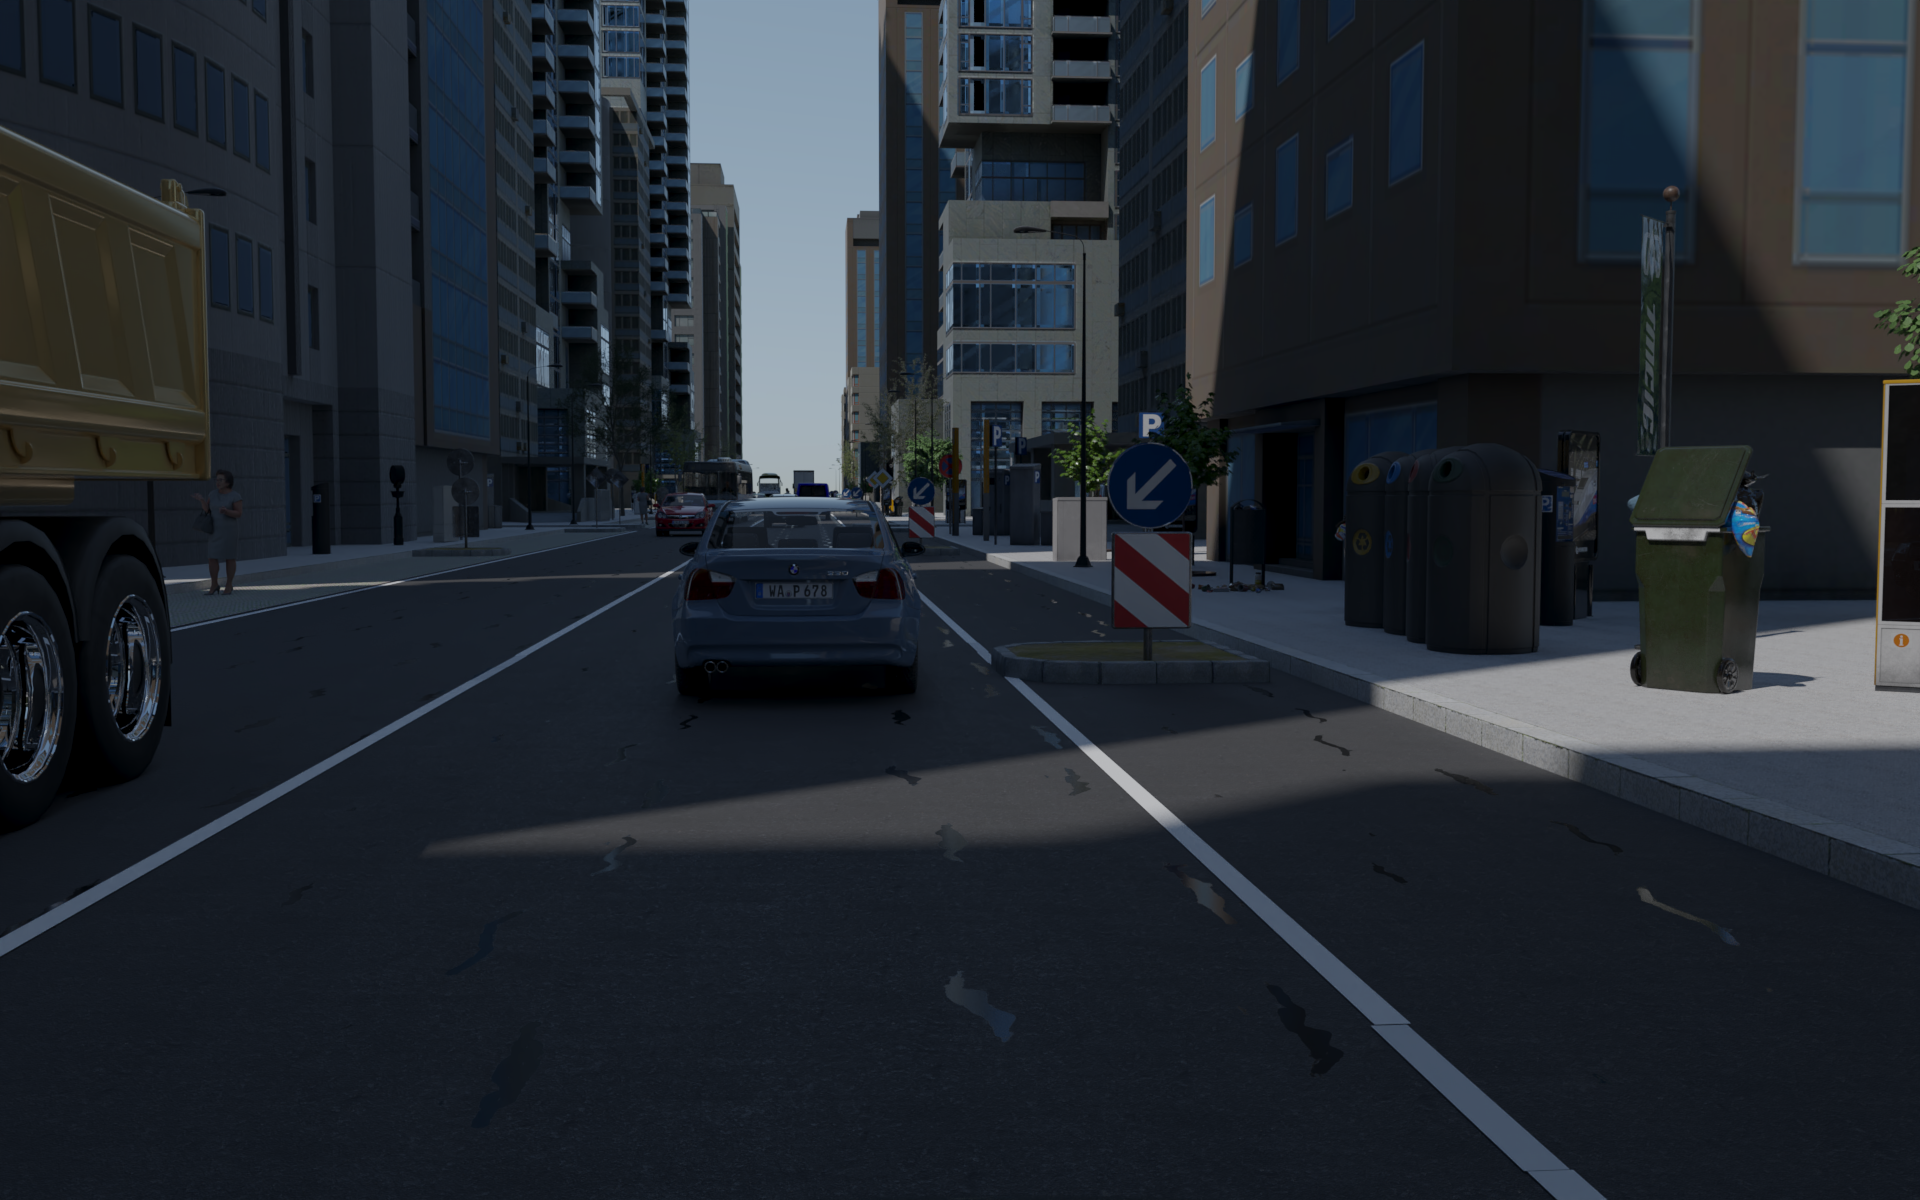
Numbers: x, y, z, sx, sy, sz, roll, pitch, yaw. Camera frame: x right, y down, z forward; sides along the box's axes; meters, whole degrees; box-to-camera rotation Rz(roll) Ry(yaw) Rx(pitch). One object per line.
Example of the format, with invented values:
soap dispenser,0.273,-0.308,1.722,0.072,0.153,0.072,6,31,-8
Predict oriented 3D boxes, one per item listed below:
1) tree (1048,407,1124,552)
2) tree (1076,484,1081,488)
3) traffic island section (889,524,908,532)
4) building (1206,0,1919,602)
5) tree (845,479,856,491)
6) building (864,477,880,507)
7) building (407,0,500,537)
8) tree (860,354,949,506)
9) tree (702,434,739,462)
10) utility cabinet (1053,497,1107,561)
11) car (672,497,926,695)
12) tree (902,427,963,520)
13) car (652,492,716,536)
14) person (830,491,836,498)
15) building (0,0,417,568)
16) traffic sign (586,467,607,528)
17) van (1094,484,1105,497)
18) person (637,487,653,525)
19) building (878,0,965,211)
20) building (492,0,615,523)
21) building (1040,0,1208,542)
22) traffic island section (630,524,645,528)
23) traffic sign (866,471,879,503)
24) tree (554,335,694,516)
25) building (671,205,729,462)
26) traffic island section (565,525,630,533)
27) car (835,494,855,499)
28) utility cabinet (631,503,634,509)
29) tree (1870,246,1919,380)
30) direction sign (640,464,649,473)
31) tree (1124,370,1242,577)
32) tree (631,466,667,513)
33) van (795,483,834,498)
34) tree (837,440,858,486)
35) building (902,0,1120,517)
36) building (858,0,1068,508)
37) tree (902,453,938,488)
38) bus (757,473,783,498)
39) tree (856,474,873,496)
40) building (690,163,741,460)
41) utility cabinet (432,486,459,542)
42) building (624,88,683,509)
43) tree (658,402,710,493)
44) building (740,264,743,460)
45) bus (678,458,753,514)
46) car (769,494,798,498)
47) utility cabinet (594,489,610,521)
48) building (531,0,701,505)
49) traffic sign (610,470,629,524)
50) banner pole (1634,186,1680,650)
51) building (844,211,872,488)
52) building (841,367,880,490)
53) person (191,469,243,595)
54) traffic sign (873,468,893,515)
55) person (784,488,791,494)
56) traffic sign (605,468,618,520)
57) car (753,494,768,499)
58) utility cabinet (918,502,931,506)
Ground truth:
tree,3.012,-2.683,38.467,1.663,3.219,1.824,0,3,0
tree,7.420,-6.720,93.589,4.285,4.588,4.351,0,3,0
traffic island section,-2.929,-2.693,66.316,2.009,0.180,2.903,0,4,-5
building,11.917,-23.012,26.350,14.600,45.320,14.200,0,4,-5
tree,-12.348,-12.545,199.719,1.663,3.219,1.824,0,3,0
building,6.103,-29.987,182.172,32.217,40.220,23.993,0,4,-5
building,-23.199,-24.717,54.239,14.200,45.320,14.600,0,4,-5
tree,-2.667,-8.566,90.416,4.360,8.622,3.978,0,3,0
tree,-28.554,-15.761,208.057,4.360,8.622,3.978,0,3,0
utility cabinet,2.310,-1.360,33.398,1.020,1.237,0.306,-1,4,-16
car,-1.252,-0.104,13.707,2.014,1.417,4.499,0,4,-4
tree,-1.371,-6.203,85.130,4.285,4.588,4.351,0,3,0
car,-9.554,-3.128,60.183,2.155,1.783,4.494,0,4,-5
person,-11.029,-8.739,152.326,0.756,1.711,0.436,3,5,40
building,-24.264,-29.927,31.310,21.231,58.520,28.212,0,4,-5
traffic sign,-13.708,-3.773,65.325,0.795,2.450,0.064,0,4,-5
van,7.593,-3.976,72.011,4.112,2.044,2.013,0,4,-5
person,-14.586,-4.370,80.303,0.716,1.782,0.532,0,4,-1
building,0.532,-30.102,142.277,14.600,45.320,14.200,0,4,-5
building,-33.904,-23.930,83.137,32.217,40.220,23.993,0,4,-5
building,18.194,-22.160,54.198,32.217,40.220,23.993,0,4,-5
traffic island section,-14.423,-3.123,73.340,2.009,0.180,2.903,0,4,-5
traffic sign,-3.644,-4.315,74.192,0.795,2.450,0.064,0,4,-5
tree,-19.682,-10.199,101.174,8.767,10.594,7.601,0,4,-2
building,-39.176,-33.908,237.989,14.154,41.232,14.086,0,4,-5
traffic island section,-13.730,-2.636,65.384,2.009,0.180,2.903,0,4,-5
car,-9.070,-7.765,135.746,1.959,1.807,4.718,0,4,-6
utility cabinet,-27.142,-8.228,145.682,1.020,1.237,0.306,1,4,12
tree,10.802,-2.041,17.084,4.285,4.588,4.351,0,3,0
direction sign,-23.510,-8.389,129.161,0.876,3.537,0.379,2,4,32
tree,3.544,-1.990,27.138,1.663,3.219,1.824,0,3,0
tree,-20.826,-7.473,116.785,1.663,3.219,1.824,0,3,0
van,-8.216,-5.681,97.275,2.240,2.365,5.245,0,4,-4
tree,-14.622,-17.233,232.129,4.737,8.622,4.395,0,3,0
building,7.391,-48.825,110.956,22.319,86.520,31.000,0,4,-5
building,-0.748,-54.743,207.713,22.319,86.520,31.000,0,4,-5
tree,-1.789,-5.294,81.150,1.663,3.219,1.824,0,3,0
bus,-22.425,-12.984,203.833,2.896,3.916,12.252,0,4,-7
tree,-8.585,-10.325,163.415,1.663,3.219,1.824,0,3,0
building,-43.531,-38.654,255.694,21.300,48.544,21.600,0,4,-5
utility cabinet,-13.764,-2.302,46.319,0.318,1.500,1.173,0,4,3
building,-41.198,-28.506,157.947,32.217,40.220,23.993,0,4,-5
tree,-22.064,-11.362,136.137,4.737,8.622,4.395,0,3,0
building,-44.813,-37.590,298.197,14.154,41.232,14.086,0,4,-5
bus,-12.110,-5.649,87.223,2.948,3.499,13.247,0,4,-3
car,-7.665,-4.034,75.747,2.009,1.686,4.222,0,4,-4
utility cabinet,-16.805,-4.448,81.411,0.318,1.500,1.173,1,4,10
building,-38.871,-53.324,184.523,22.319,86.520,31.000,0,4,-5
traffic sign,-14.400,-4.259,73.280,0.795,2.450,0.064,0,4,-5
banner pole,5.625,-1.467,14.007,0.401,3.779,0.863,3,5,41
building,-10.936,-38.075,272.632,14.600,45.320,14.200,0,4,-5
building,-6.171,-27.543,295.362,27.650,21.520,28.899,0,4,-5
person,-10.493,-0.949,24.376,0.716,1.782,0.532,0,4,8
traffic sign,-2.952,-3.828,66.237,0.795,2.450,0.064,0,4,-5
person,-10.239,-5.774,103.089,0.511,1.800,0.466,0,4,-1
traffic sign,-17.192,-5.235,85.700,0.768,2.556,0.104,0,4,-3
car,-20.125,-10.042,172.990,1.959,1.807,4.718,0,4,-6
utility cabinet,-1.937,-5.242,94.387,0.318,1.500,1.173,-1,4,-23
